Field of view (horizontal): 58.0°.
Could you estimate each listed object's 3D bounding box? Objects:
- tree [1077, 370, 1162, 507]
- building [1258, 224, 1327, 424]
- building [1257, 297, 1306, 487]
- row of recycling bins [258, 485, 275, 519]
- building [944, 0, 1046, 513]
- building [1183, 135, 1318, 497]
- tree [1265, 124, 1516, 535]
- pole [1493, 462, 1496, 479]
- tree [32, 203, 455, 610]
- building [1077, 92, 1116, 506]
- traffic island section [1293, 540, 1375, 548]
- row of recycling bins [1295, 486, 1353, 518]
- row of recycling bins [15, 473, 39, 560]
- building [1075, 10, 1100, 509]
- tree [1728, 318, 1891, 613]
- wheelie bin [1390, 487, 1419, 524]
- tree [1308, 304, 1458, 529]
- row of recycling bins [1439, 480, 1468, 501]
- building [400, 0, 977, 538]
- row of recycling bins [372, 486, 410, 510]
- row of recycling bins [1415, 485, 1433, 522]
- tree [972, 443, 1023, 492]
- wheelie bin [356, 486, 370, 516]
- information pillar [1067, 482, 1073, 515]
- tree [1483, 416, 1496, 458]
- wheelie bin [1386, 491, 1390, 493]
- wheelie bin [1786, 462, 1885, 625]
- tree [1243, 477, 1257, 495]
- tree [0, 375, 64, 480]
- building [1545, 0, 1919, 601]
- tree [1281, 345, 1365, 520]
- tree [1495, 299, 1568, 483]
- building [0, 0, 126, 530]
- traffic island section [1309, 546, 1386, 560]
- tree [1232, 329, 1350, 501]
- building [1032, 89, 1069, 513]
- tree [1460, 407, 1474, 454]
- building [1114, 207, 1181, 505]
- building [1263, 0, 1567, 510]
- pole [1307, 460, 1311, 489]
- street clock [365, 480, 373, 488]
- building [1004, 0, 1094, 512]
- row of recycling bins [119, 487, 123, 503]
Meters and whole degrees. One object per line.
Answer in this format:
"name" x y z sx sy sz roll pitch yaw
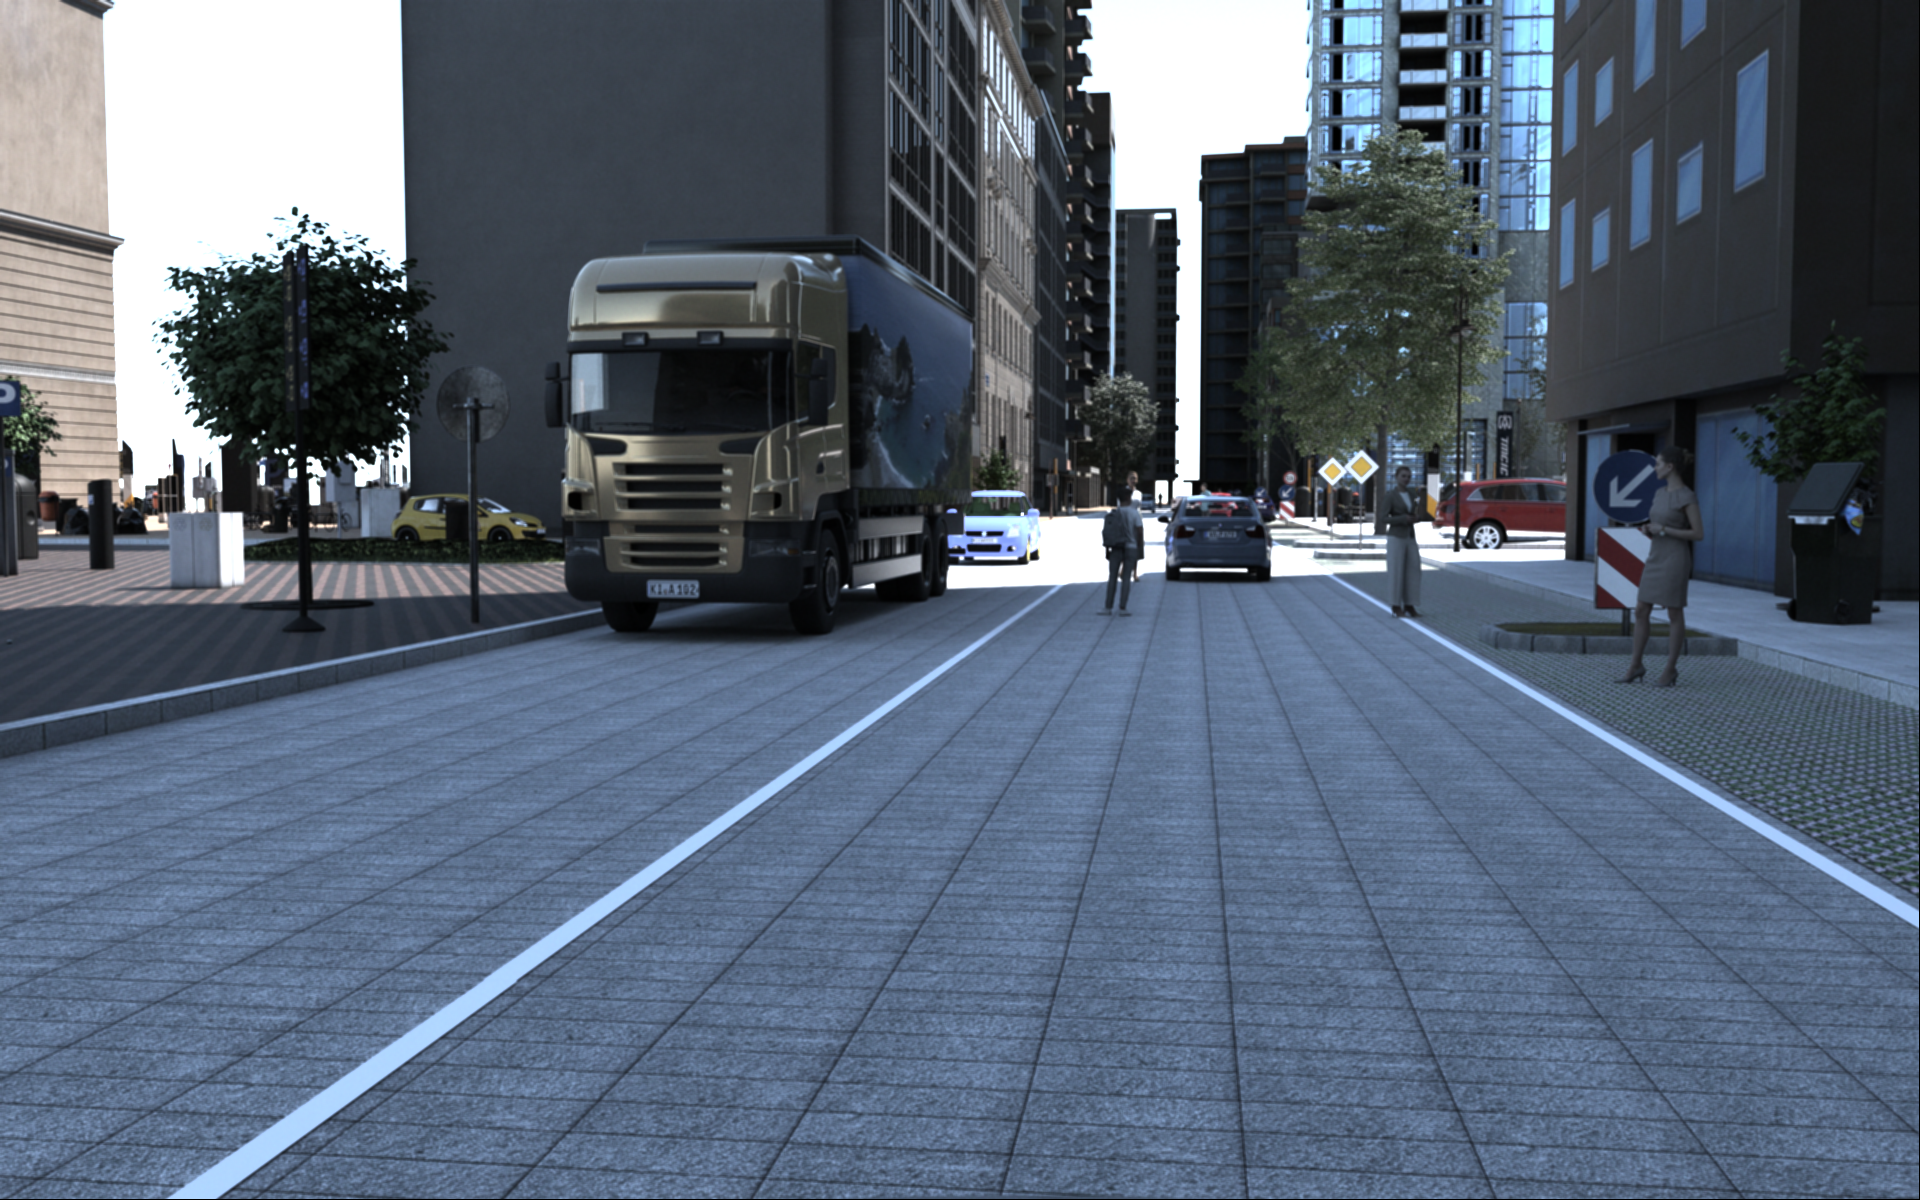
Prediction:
"tree" 15.907 -16.611 178.239 9.857 13.997 8.962 0 3 0
"building" 39.230 -25.371 186.509 14.160 30.474 14.107 0 4 8
"building" 42.846 -19.548 164.650 27.650 21.520 28.899 0 4 8
"row of recycling bins" -33.152 -4.527 81.134 1.069 1.692 3.534 0 4 5
"building" -3.039 -17.609 85.162 12.463 27.353 25.104 0 4 8
"building" 42.296 -34.233 214.326 28.867 44.769 22.147 0 4 8
"tree" 13.519 -8.286 53.607 7.486 12.596 7.792 0 3 0
"pole" 34.292 -7.170 111.079 0.158 3.312 0.155 0 3 0
"tree" -7.434 -2.208 19.808 4.285 4.588 4.351 0 3 0
"building" 9.667 -33.059 190.625 14.200 45.320 14.600 0 4 8
"traffic island section" 10.048 -1.496 46.736 2.009 0.180 2.903 0 4 8
"row of recycling bins" 19.749 -5.327 94.214 3.534 1.692 1.069 -2 4 -24
"row of recycling bins" -19.669 -1.689 34.725 3.534 1.692 1.069 3 4 37
"building" 2.814 -44.321 162.892 20.563 71.187 20.611 0 4 8
"tree" 9.683 -1.502 19.154 1.663 3.219 1.824 0 3 0
"wheelie bin" 19.256 -4.077 74.574 0.980 1.594 0.693 -1 4 -16
"tree" 15.016 -6.909 63.329 4.737 8.622 4.395 0 3 0
"row of recycling bins" 15.794 -2.645 50.351 3.534 1.692 1.069 -1 4 -13
"building" -7.661 -16.362 61.032 14.314 27.812 24.014 0 4 8
"row of recycling bins" -30.081 -5.207 92.244 3.534 1.692 1.069 2 4 26
"row of recycling bins" 21.749 -4.496 80.624 1.069 1.692 3.534 0 4 6
"tree" 1.281 -4.352 65.749 1.663 3.219 1.824 0 3 0
"wheelie bin" -23.157 -3.619 67.084 0.693 1.594 0.980 2 4 32
"information pillar" 6.589 -6.091 104.080 0.304 2.012 0.304 -1 4 -13
"tree" 37.248 -10.092 115.371 4.360 8.622 3.978 0 3 0
"wheelie bin" 27.695 -6.326 111.332 0.693 1.594 0.980 1 4 22
"wheelie bin" 8.718 -0.573 17.277 0.693 1.594 0.980 -1 4 -18
"tree" 33.058 -12.415 197.589 1.663 3.219 1.824 0 3 0
"tree" -22.750 -3.464 40.349 4.285 4.588 4.351 0 3 0
"building" 17.526 -22.945 25.263 14.600 45.320 14.200 0 4 8
"tree" 17.459 -8.179 84.081 4.360 8.622 3.978 0 3 0
"tree" 21.759 -6.797 61.485 4.360 8.622 3.978 0 3 0
"building" -42.367 -16.770 60.087 20.117 28.700 13.634 0 4 8
"traffic island section" 8.993 -1.012 38.821 2.009 0.180 2.903 0 4 8
"tree" 20.766 -11.139 107.872 9.928 11.665 9.643 0 3 0
"building" -1.073 -19.342 109.756 14.314 27.812 24.014 0 4 8
"tree" 27.767 -9.230 101.266 4.737 8.622 4.395 0 3 0
"building" 16.192 -32.456 222.538 23.993 40.220 32.217 0 4 8
"building" 35.774 -50.200 133.448 22.319 86.520 31.000 0 4 8
"pole" 20.697 -6.657 102.681 0.158 3.312 0.155 0 3 0
"street clock" -30.250 -5.143 88.651 0.358 2.002 0.471 -3 5 -39
"building" -0.900 -29.579 138.233 22.147 44.769 28.867 0 4 8
"row of recycling bins" -39.478 -4.459 80.013 1.069 1.692 3.534 0 4 -8
